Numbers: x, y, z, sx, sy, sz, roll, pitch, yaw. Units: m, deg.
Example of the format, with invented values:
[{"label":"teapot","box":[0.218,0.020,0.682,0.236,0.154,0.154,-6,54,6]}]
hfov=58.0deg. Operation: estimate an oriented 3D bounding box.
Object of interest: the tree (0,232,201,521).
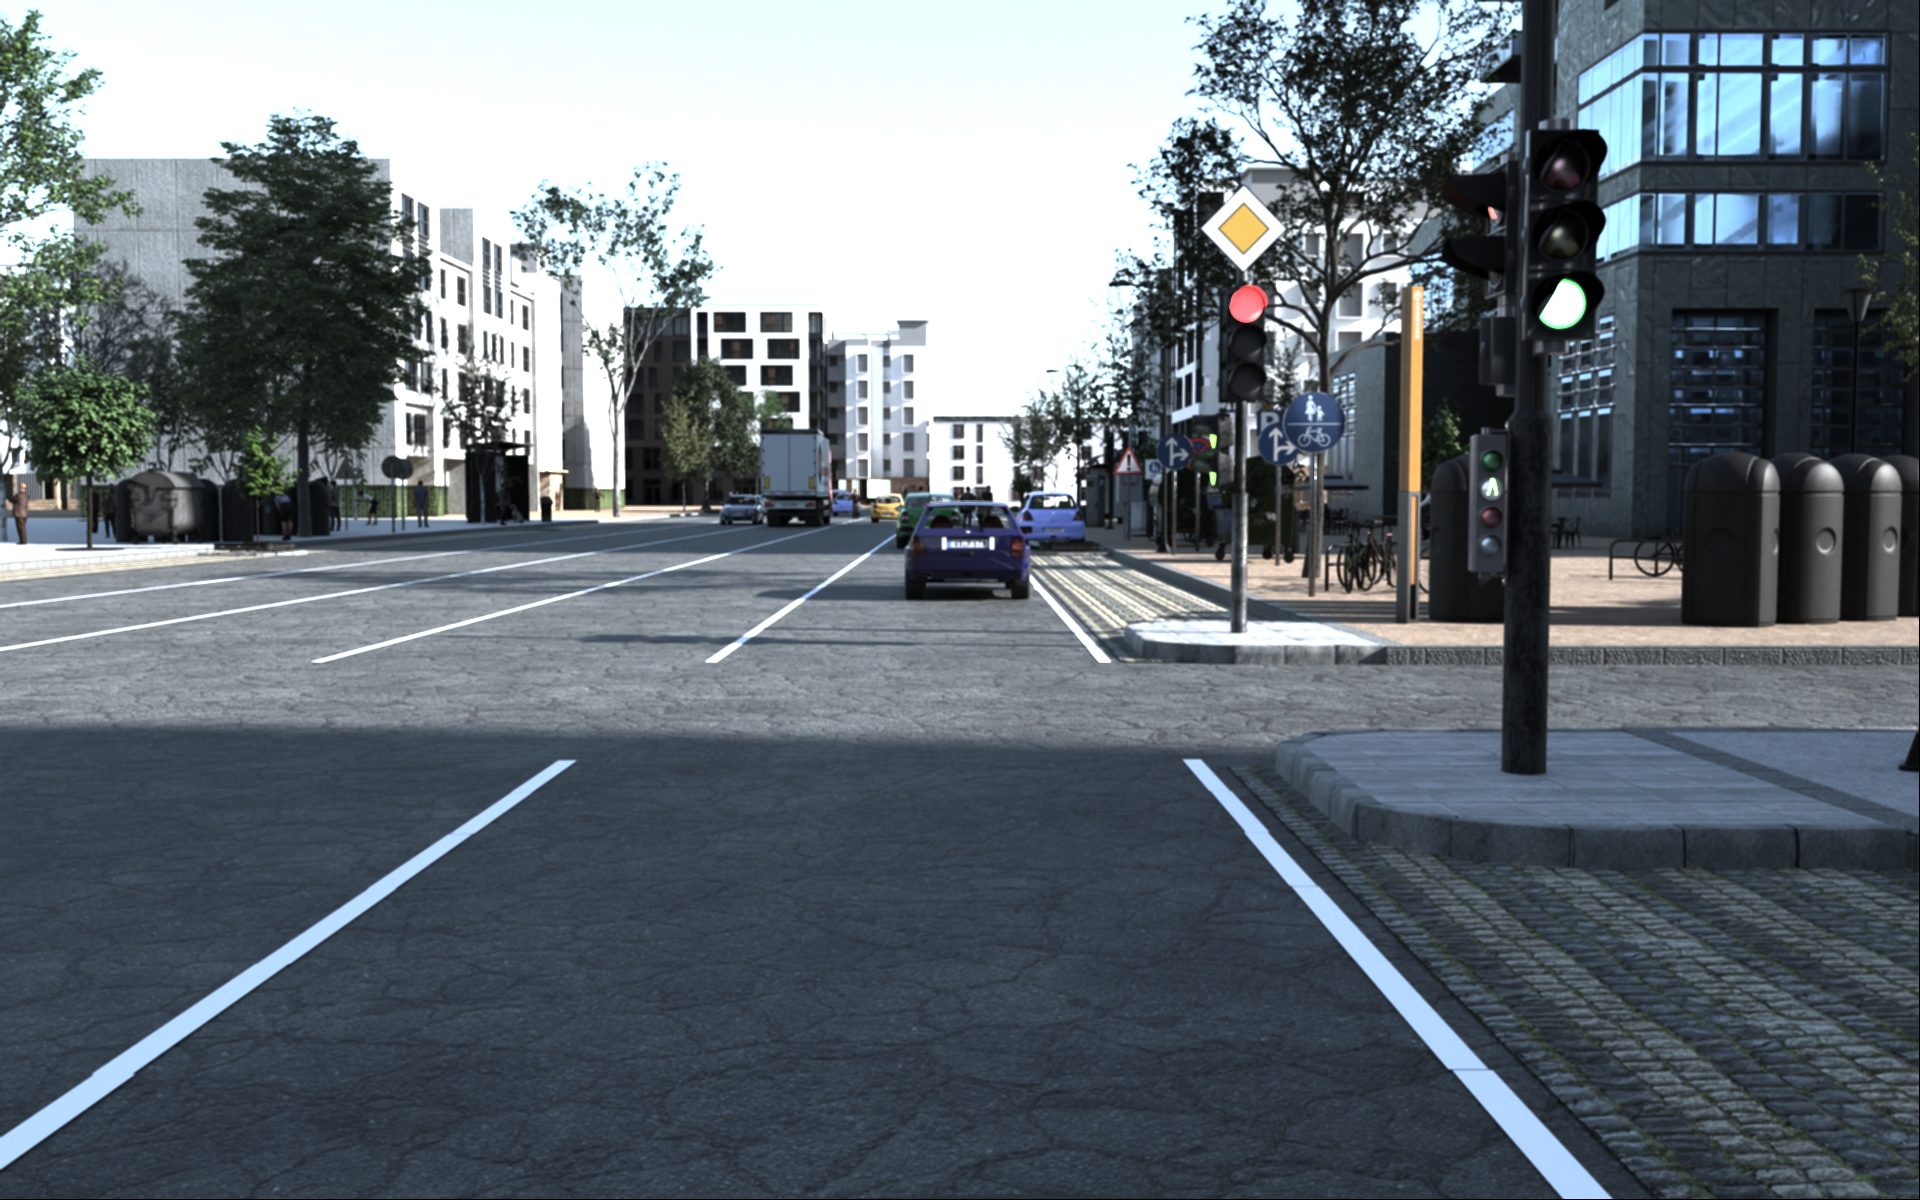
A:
[{"label":"tree","box":[-41.477,-10.501,82.069,12.009,13.543,11.850,0,3,0]}]

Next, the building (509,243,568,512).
[{"label":"building","box":[-38.160,-16.641,128.495,16.016,20.091,11.380,0,4,0]}]

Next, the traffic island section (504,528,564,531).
[{"label":"traffic island section","box":[-16.603,-2.743,67.716,1.991,0.108,1.994,0,4,0]}]

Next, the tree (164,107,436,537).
[{"label":"tree","box":[-19.155,-8.151,51.392,7.486,12.596,7.792,0,3,0]}]

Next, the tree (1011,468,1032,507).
[{"label":"tree","box":[5.403,-8.771,138.004,1.663,3.219,1.824,0,3,0]}]

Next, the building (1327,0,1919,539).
[{"label":"building","box":[28.149,-45.827,61.944,22.319,86.520,31.000,0,4,0]}]

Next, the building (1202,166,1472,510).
[{"label":"building","box":[23.130,-15.259,105.907,16.016,20.091,11.380,0,4,0]}]

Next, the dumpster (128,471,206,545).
[{"label":"dumpster","box":[-20.292,-2.358,44.314,1.264,1.857,1.865,0,3,0]}]

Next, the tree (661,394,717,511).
[{"label":"tree","box":[-20.209,-10.824,127.336,4.737,8.622,4.395,0,3,0]}]

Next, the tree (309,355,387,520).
[{"label":"tree","box":[-30.075,-8.257,85.358,4.737,8.622,4.395,0,3,0]}]

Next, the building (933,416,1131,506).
[{"label":"building","box":[11.088,-15.172,190.206,28.070,9.664,9.099,0,4,0]}]

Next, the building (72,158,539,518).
[{"label":"building","box":[-38.305,-14.721,107.139,16.747,18.905,31.486,0,4,0]}]

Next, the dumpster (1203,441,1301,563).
[{"label":"dumpster","box":[5.576,-1.861,32.917,1.502,2.255,1.985,0,4,0]}]

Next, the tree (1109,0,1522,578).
[{"label":"tree","box":[5.726,-5.613,26.191,7.601,10.594,8.767,1,4,10]}]

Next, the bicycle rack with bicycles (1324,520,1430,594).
[{"label":"bicycle rack with bicycles","box":[5.903,-0.589,23.012,2.852,0.926,2.925,3,5,42]}]

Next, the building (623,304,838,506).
[{"label":"building","box":[-31.021,-21.764,199.816,32.646,21.610,27.936,0,4,0]}]

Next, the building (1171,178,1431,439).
[{"label":"building","box":[29.386,-17.413,128.669,27.936,21.610,32.646,0,4,0]}]

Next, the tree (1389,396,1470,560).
[{"label":"tree","box":[9.538,-2.414,34.074,1.663,3.219,1.824,0,3,0]}]

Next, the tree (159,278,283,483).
[{"label":"tree","box":[-25.122,-6.652,59.117,4.737,8.622,4.395,0,3,0]}]

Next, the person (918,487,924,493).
[{"label":"person","box":[-2.221,-5.613,99.906,0.705,1.869,1.348,-3,4,-38]}]

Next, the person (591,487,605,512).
[{"label":"person","box":[-25.358,-7.020,121.342,0.721,1.766,1.217,3,5,41]}]

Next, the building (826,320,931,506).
[{"label":"building","box":[-8.992,-20.658,194.172,11.380,20.091,16.016,0,4,0]}]

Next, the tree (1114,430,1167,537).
[{"label":"tree","box":[5.751,-3.531,52.328,1.663,3.219,1.824,0,3,0]}]

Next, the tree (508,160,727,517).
[{"label":"tree","box":[-17.734,-14.714,96.459,12.611,20.169,13.585,0,3,0]}]

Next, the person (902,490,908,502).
[{"label":"person","box":[-3.868,-7.110,125.528,1.217,1.735,0.721,3,5,39]}]

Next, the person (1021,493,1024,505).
[{"label":"person","box":[4.619,-7.538,129.229,0.705,1.831,1.348,0,4,5]}]

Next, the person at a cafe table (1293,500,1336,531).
[{"label":"person at a cafe table","box":[11.964,-3.054,60.798,1.698,1.238,1.726,-2,4,-32]}]

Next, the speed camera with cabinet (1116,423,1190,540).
[{"label":"speed camera with cabinet","box":[5.396,-3.295,48.205,2.038,3.252,0.660,0,4,-2]}]

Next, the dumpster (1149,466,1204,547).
[{"label":"dumpster","box":[5.510,-2.455,42.637,1.502,2.255,1.985,0,4,0]}]

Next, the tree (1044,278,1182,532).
[{"label":"tree","box":[5.637,-6.605,58.355,4.360,8.622,3.978,0,3,0]}]

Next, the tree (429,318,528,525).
[{"label":"tree","box":[-19.907,-7.440,72.008,4.360,8.622,3.978,0,3,0]}]

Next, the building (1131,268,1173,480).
[{"label":"building","box":[23.076,-17.997,150.670,16.016,20.091,11.380,0,4,0]}]

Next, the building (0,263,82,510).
[{"label":"building","box":[-79.206,-17.880,148.751,11.380,20.091,16.016,0,4,0]}]

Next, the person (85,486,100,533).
[{"label":"person","box":[-28.639,-2.991,57.211,0.482,1.546,0.388,2,4,27]}]

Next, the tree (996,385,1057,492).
[{"label":"tree","box":[4.749,-10.151,116.327,4.737,8.622,4.395,0,3,0]}]

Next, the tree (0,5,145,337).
[{"label":"tree","box":[-19.683,-6.538,32.647,9.928,11.665,9.643,0,3,0]}]

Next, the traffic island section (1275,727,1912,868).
[{"label":"traffic island section","box":[2.621,0.872,8.032,2.009,0.180,2.903,0,4,0]}]

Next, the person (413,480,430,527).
[{"label":"person","box":[-20.877,-3.733,67.201,0.598,1.807,0.434,0,4,-8]}]

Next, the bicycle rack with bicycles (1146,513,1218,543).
[{"label":"bicycle rack with bicycles","box":[6.551,-2.011,46.261,2.852,0.926,2.925,-1,4,-16]}]

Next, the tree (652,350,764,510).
[{"label":"tree","box":[-20.248,-13.522,138.098,9.611,12.733,9.660,0,3,0]}]

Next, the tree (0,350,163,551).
[{"label":"tree","box":[-20.002,-3.412,39.506,4.285,4.588,4.351,0,3,0]}]

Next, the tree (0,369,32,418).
[{"label":"tree","box":[-40.133,-8.054,66.093,7.601,10.594,8.767,3,5,42]}]

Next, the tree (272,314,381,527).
[{"label":"tree","box":[-24.272,-7.108,66.575,4.360,8.622,3.978,0,3,0]}]

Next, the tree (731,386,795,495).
[{"label":"tree","box":[-19.378,-14.672,165.643,9.928,11.665,9.643,0,3,0]}]

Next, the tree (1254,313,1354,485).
[{"label":"tree","box":[13.586,-7.365,70.788,4.360,8.622,3.978,0,3,0]}]

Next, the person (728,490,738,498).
[{"label":"person","box":[-15.293,-6.546,116.327,0.445,1.727,0.742,3,5,40]}]

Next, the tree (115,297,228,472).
[{"label":"tree","box":[-30.047,-7.060,65.786,4.360,8.622,3.978,0,3,0]}]

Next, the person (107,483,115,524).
[{"label":"person","box":[-36.081,-4.103,73.817,0.565,1.739,0.600,0,4,-2]}]

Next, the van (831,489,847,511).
[{"label":"van","box":[-10.410,-8.613,147.840,2.013,2.044,4.112,0,4,0]}]

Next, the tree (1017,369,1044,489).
[{"label":"tree","box":[5.299,-7.918,79.814,4.360,8.622,3.978,0,3,0]}]

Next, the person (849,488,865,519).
[{"label":"person","box":[-5.937,-5.512,99.134,0.721,1.766,1.217,3,5,44]}]

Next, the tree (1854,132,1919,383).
[{"label":"tree","box":[19.973,-5.161,34.739,4.737,8.622,4.395,0,3,0]}]

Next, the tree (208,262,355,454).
[{"label":"tree","box":[-29.580,-9.071,74.062,9.928,11.665,9.643,0,3,0]}]

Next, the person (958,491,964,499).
[{"label":"person","box":[0.330,-9.693,167.688,1.217,1.736,0.721,-2,4,-30]}]

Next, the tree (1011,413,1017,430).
[{"label":"tree","box":[5.395,-9.223,101.164,4.360,8.622,3.978,0,3,0]}]

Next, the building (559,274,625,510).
[{"label":"building","box":[-46.070,-17.214,147.910,31.486,18.905,16.747,0,4,0]}]

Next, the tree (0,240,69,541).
[{"label":"tree","box":[-26.064,-5.903,46.870,4.737,8.622,4.395,0,3,0]}]

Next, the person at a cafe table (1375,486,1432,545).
[{"label":"person at a cafe table","box":[11.597,-2.188,44.283,1.622,1.524,1.698,2,4,24]}]

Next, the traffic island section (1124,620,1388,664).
[{"label":"traffic island section","box":[2.599,0.383,16.017,2.009,0.180,2.903,0,4,0]}]
